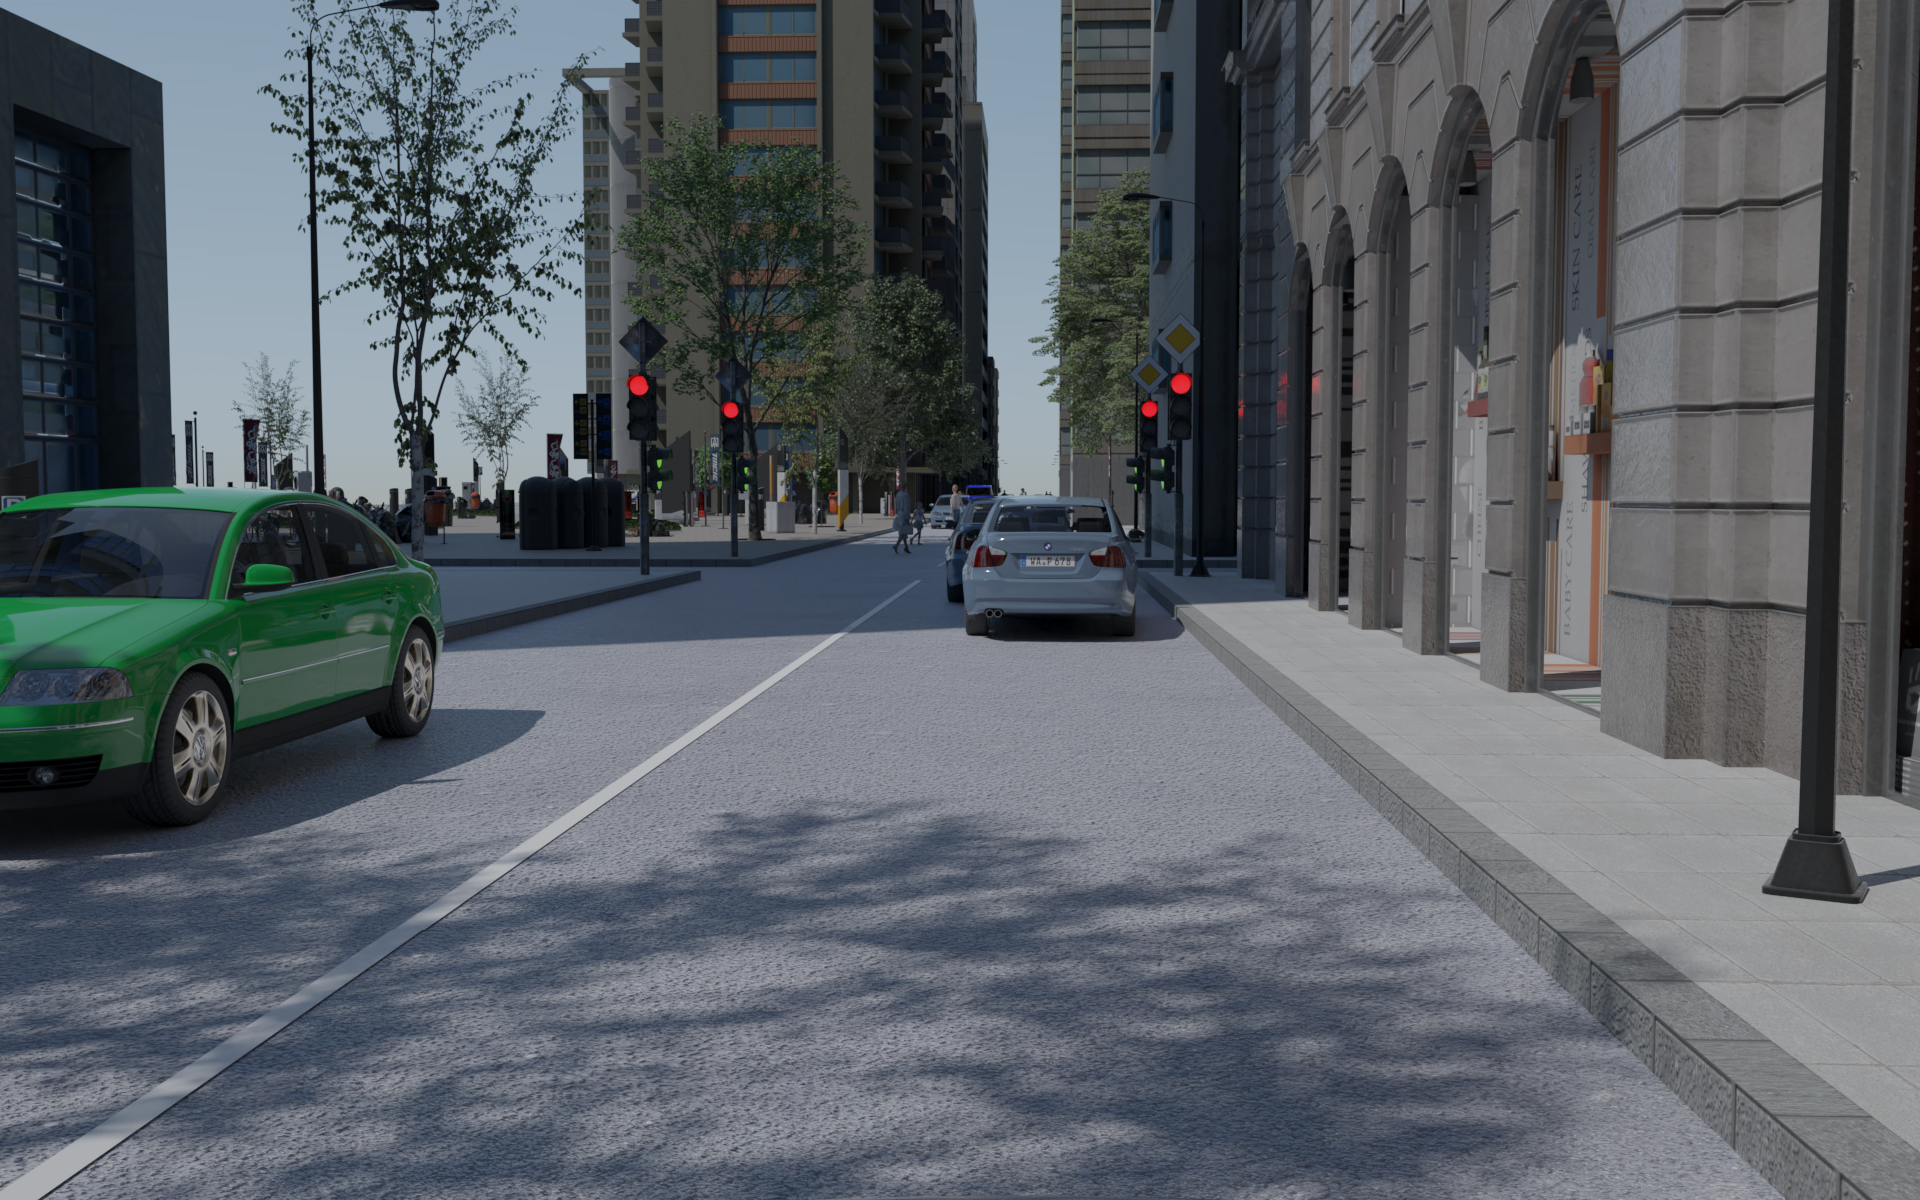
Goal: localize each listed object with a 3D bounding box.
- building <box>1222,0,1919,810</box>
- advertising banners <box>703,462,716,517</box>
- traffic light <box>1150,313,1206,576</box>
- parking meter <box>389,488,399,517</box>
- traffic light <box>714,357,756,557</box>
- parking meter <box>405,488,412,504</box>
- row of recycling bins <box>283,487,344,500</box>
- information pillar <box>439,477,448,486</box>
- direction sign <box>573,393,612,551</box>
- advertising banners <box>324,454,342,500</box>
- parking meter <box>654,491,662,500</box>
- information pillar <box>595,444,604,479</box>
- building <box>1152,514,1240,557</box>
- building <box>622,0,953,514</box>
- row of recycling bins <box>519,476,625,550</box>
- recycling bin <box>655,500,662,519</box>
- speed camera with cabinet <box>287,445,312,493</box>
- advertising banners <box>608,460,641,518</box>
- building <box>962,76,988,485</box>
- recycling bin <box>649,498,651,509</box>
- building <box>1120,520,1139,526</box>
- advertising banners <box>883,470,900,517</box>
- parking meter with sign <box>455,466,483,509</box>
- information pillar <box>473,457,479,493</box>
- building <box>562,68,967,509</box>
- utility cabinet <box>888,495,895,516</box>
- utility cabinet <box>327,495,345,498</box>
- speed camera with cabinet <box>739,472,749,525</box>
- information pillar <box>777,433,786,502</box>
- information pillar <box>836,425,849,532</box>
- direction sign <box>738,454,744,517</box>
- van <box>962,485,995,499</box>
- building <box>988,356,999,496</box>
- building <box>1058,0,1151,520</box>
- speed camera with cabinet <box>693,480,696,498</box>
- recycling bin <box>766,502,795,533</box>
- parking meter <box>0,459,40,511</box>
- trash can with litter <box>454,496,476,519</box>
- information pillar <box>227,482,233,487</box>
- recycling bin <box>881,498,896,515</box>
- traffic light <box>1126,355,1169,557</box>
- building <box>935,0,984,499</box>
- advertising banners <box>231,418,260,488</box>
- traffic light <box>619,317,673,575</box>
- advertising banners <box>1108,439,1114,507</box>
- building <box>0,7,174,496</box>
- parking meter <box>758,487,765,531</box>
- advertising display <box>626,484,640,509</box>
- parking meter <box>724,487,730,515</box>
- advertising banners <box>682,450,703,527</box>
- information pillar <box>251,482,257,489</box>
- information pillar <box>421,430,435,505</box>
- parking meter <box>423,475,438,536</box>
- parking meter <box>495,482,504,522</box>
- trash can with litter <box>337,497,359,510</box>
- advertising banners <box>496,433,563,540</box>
[{"bbox_3d":[9.606,-10.561,14.480,13.314,21.916,24.055,0,4,3],"label":"building"},{"bbox_3d":[-14.235,-6.057,95.213,2.074,3.025,0.090,1,4,21],"label":"advertising banners"},{"bbox_3d":[3.406,-2.332,27.055,0.839,4.253,0.868,0,4,3],"label":"traffic light"},{"bbox_3d":[-23.447,-3.876,71.775,0.372,1.533,0.369,0,3,0],"label":"parking meter"},{"bbox_3d":[-4.610,-2.844,35.420,0.839,4.253,0.868,0,4,3],"label":"traffic light"},{"bbox_3d":[-23.619,-4.031,74.316,0.372,1.533,0.369,0,3,0],"label":"parking meter"},{"bbox_3d":[-37.021,-5.629,99.150,3.534,1.692,1.069,0,4,-1],"label":"row of recycling bins"},{"bbox_3d":[-22.217,-4.282,74.504,0.304,2.012,0.304,-2,4,-32],"label":"information pillar"},{"bbox_3d":[-8.261,-2.873,38.976,0.876,3.537,0.379,0,4,5],"label":"direction sign"},{"bbox_3d":[-27.328,-4.837,75.278,0.090,3.025,2.074,-3,5,-42],"label":"advertising banners"},{"bbox_3d":[-15.352,-5.051,88.290,0.399,1.863,0.255,1,4,11],"label":"parking meter"},{"bbox_3d":[-14.203,-4.705,68.281,0.183,3.616,0.504,2,4,24],"label":"information pillar"},{"bbox_3d":[15.721,-25.700,43.896,21.600,48.544,21.300,0,4,3],"label":"building"},{"bbox_3d":[-11.924,-28.763,124.906,22.147,44.769,28.867,0,4,3],"label":"building"},{"bbox_3d":[-9.130,-2.082,41.161,1.069,1.692,3.534,2,4,24],"label":"row of recycling bins"},{"bbox_3d":[-12.950,-3.873,75.870,0.722,1.027,0.722,0,4,-1],"label":"recycling bin"},{"bbox_3d":[-26.743,-4.631,70.055,0.660,3.252,2.038,-2,4,-33],"label":"speed camera with cabinet"},{"bbox_3d":[-17.215,-5.722,89.737,2.074,3.025,0.090,-2,4,-28],"label":"advertising banners"},{"bbox_3d":[-7.652,-35.593,205.648,21.300,48.544,21.600,0,4,3],"label":"building"},{"bbox_3d":[-18.891,-5.559,103.451,0.722,1.027,0.722,0,4,-1],"label":"recycling bin"},{"bbox_3d":[11.905,-23.974,75.566,14.154,41.232,14.086,0,4,3],"label":"building"},{"bbox_3d":[-3.890,-6.288,98.988,0.090,3.025,2.074,-2,4,-28],"label":"advertising banners"},{"bbox_3d":[-31.147,-6.938,109.698,1.738,3.016,0.543,1,4,12],"label":"parking meter with sign"},{"bbox_3d":[-30.926,-7.297,110.660,0.183,3.616,0.504,1,4,21],"label":"information pillar"},{"bbox_3d":[-15.715,-28.120,151.640,32.217,40.220,23.993,0,4,3],"label":"building"},{"bbox_3d":[-4.070,-5.561,102.076,0.306,1.237,1.020,1,4,10],"label":"utility cabinet"},{"bbox_3d":[-36.311,-5.476,100.695,1.020,1.237,0.306,-1,4,-21],"label":"utility cabinet"},{"bbox_3d":[-8.726,-4.771,72.344,0.660,3.252,2.038,0,4,8],"label":"speed camera with cabinet"},{"bbox_3d":[-6.841,-4.590,66.401,0.183,3.616,0.504,-3,5,-41],"label":"information pillar"},{"bbox_3d":[-4.009,-4.156,59.301,0.183,3.616,0.504,2,4,35],"label":"information pillar"},{"bbox_3d":[-12.286,-6.426,97.070,0.379,3.537,0.876,-2,4,-23],"label":"direction sign"},{"bbox_3d":[1.289,-6.881,116.895,2.240,2.365,5.245,0,4,2],"label":"van"},{"bbox_3d":[-8.973,-23.685,232.295,27.650,21.520,28.899,0,4,3],"label":"building"},{"bbox_3d":[12.918,-25.612,102.353,14.154,41.232,14.086,0,4,3],"label":"building"},{"bbox_3d":[-17.612,-7.135,110.991,2.038,3.252,0.660,0,4,-8],"label":"speed camera with cabinet"},{"bbox_3d":[-5.882,-2.707,56.807,0.722,1.027,0.722,-2,4,-35],"label":"recycling bin"},{"bbox_3d":[-6.902,-0.258,12.622,0.372,1.533,0.369,0,3,0],"label":"parking meter"},{"bbox_3d":[-25.644,-4.795,89.786,0.624,1.170,1.055,3,5,40],"label":"trash can with litter"},{"bbox_3d":[-43.103,-5.983,102.321,0.304,2.012,0.304,-2,4,-29],"label":"information pillar"},{"bbox_3d":[-4.506,-5.885,108.779,0.722,1.027,0.722,2,4,26],"label":"recycling bin"},{"bbox_3d":[3.792,-2.820,35.031,0.839,4.253,0.868,0,4,3],"label":"traffic light"},{"bbox_3d":[-5.675,-49.976,255.357,20.563,71.187,20.611,0,4,3],"label":"building"},{"bbox_3d":[-16.700,-2.646,39.451,0.090,3.025,2.074,2,4,24],"label":"advertising banners"},{"bbox_3d":[-4.996,-2.356,27.445,0.839,4.253,0.868,0,4,3],"label":"traffic light"},{"bbox_3d":[4.762,-3.578,54.681,0.090,3.025,2.074,0,4,2],"label":"advertising banners"},{"bbox_3d":[-28.490,-42.927,14.528,31.000,86.520,22.319,0,4,3],"label":"building"},{"bbox_3d":[-7.010,-3.181,60.414,0.372,1.533,0.369,0,3,0],"label":"parking meter"},{"bbox_3d":[-20.769,-6.419,110.158,0.974,1.923,0.123,2,4,24],"label":"advertising display"},{"bbox_3d":[-14.104,-6.041,104.479,0.399,1.863,0.255,2,4,29],"label":"parking meter"},{"bbox_3d":[-10.655,-4.429,68.604,0.090,3.025,2.074,0,4,8],"label":"advertising banners"},{"bbox_3d":[-27.370,-4.634,67.124,0.183,3.616,0.504,-2,4,-35],"label":"information pillar"},{"bbox_3d":[-17.143,-3.938,55.747,0.183,3.616,0.504,3,5,43],"label":"information pillar"},{"bbox_3d":[-16.374,-2.929,53.608,0.255,1.863,0.399,2,4,25],"label":"parking meter"},{"bbox_3d":[-21.340,-4.564,80.335,0.399,1.863,0.255,-1,4,-15],"label":"parking meter"},{"bbox_3d":[-17.787,-2.410,50.458,1.678,1.210,2.233,0,4,-4],"label":"trash can with litter"},{"bbox_3d":[-12.247,-3.255,49.403,2.074,3.025,0.090,-3,5,-39],"label":"advertising banners"}]
